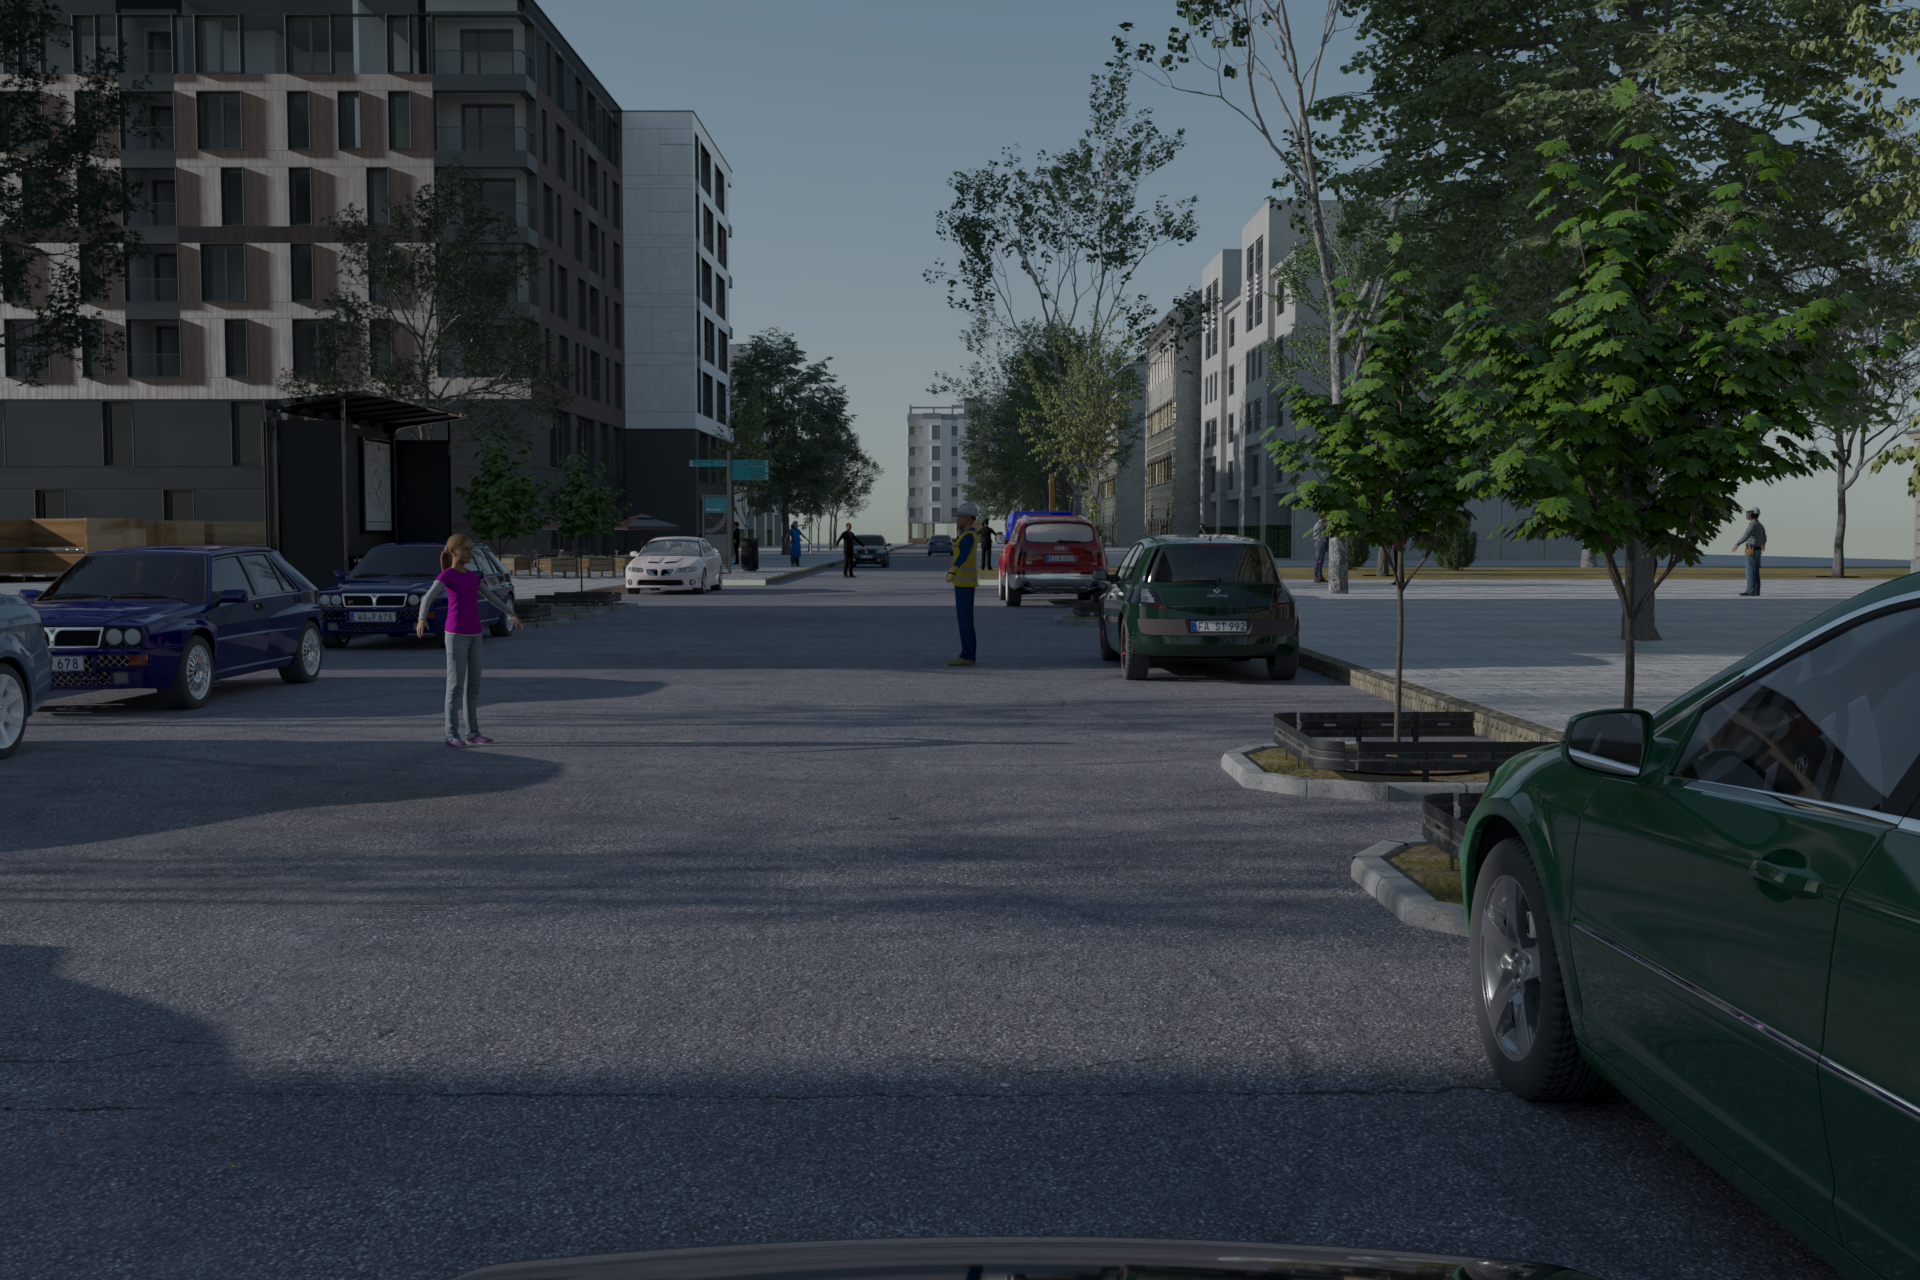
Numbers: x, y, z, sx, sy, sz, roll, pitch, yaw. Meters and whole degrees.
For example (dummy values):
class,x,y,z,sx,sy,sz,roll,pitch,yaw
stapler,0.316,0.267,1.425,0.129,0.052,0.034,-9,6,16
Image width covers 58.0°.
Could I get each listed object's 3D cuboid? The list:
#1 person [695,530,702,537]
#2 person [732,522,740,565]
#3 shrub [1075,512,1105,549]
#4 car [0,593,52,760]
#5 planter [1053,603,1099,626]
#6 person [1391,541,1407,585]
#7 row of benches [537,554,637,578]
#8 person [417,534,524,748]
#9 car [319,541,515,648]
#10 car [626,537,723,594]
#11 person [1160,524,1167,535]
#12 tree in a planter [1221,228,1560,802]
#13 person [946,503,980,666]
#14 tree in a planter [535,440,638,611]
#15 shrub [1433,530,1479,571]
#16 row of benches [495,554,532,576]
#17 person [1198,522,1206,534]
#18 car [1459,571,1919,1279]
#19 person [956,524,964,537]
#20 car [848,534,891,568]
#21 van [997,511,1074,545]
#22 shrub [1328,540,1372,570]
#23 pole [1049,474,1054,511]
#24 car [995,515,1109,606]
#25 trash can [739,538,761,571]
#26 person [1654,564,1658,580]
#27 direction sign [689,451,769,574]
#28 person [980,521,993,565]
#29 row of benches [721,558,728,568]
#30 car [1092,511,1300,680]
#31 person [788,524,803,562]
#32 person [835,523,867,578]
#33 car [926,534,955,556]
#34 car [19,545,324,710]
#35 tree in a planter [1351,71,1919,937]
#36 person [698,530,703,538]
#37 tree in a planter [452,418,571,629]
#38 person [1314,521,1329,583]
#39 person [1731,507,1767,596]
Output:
class,x,y,z,sx,sy,sz,roll,pitch,yaw
person,-11.543,-4.460,78.775,1.347,1.847,0.705,1,4,10
person,-9.451,-4.086,72.997,0.705,1.806,1.347,0,4,-7
shrub,4.182,-3.426,60.055,1.661,2.075,1.752,0,3,0
car,-6.934,0.139,9.732,2.014,1.417,4.499,0,3,0
planter,2.510,-0.413,27.894,1.991,0.319,1.994,0,4,-1
person,10.988,-2.251,43.605,0.721,1.729,1.215,0,4,-6
row of benches,-10.859,-2.226,51.857,1.422,0.672,4.104,3,4,36
person,-3.315,0.001,11.712,0.599,1.433,0.991,2,4,27
car,-7.145,-0.634,22.954,1.945,1.354,3.894,0,4,0
car,-7.017,-1.866,42.872,2.083,1.381,4.827,0,4,0
person,9.488,-4.573,81.577,0.721,1.733,1.217,1,4,13
tree in a planter,2.598,-0.792,10.168,1.991,3.239,1.994,0,3,0
person,-0.016,-0.614,18.967,0.721,1.772,1.216,0,4,7
tree in a planter,-7.243,-2.191,33.047,1.991,3.239,1.994,0,4,0
shrub,17.325,-3.439,60.648,1.690,2.028,1.600,0,3,0
row of benches,-14.788,-2.368,54.173,4.104,0.672,1.422,3,5,41
person,10.683,-4.286,76.050,0.705,1.833,1.349,1,4,22
car,2.327,0.537,3.017,2.131,1.459,4.920,0,4,-1
person,0.047,-2.106,42.663,0.705,1.856,1.354,0,4,2
car,-3.951,-3.979,74.837,2.009,1.686,4.222,0,4,0
van,2.191,-2.683,48.258,2.240,2.365,5.245,0,3,0
shrub,13.816,-3.521,61.602,1.661,2.075,1.752,0,3,0
pole,3.100,-3.956,58.516,0.158,3.312,0.155,0,3,0
car,1.889,-1.671,35.988,2.281,1.827,5.304,0,4,-1
trash can,-7.251,-2.940,59.724,0.748,1.137,0.748,0,3,0
person,10.343,-1.034,26.146,0.628,1.438,0.799,-1,4,-12
direction sign,-7.392,-4.116,56.058,2.525,3.948,1.411,0,4,0
person,1.043,-3.948,70.735,0.705,1.806,1.347,-1,4,-18
row of benches,-9.922,-2.905,62.956,1.422,0.672,4.104,2,4,30
car,2.450,-0.526,18.394,2.009,1.686,4.222,0,3,0
person,-7.344,-4.309,77.178,0.721,1.740,1.216,-2,4,-34
person,-3.637,-2.948,56.879,1.346,1.802,0.704,-3,5,-45
car,-1.282,-6.348,115.794,2.014,1.417,4.499,0,4,0
car,-7.084,-0.170,15.361,1.945,1.354,3.894,0,4,0
tree in a planter,2.624,-0.582,6.743,1.991,3.239,1.994,0,4,0
person,-10.828,-4.141,73.841,0.704,1.812,1.346,2,4,33
tree in a planter,-7.172,-1.819,26.962,1.991,3.239,1.994,0,4,-1
person,9.616,-2.425,45.568,0.599,1.838,0.709,2,4,24
person,16.464,-1.845,36.012,1.345,1.849,0.704,-3,5,-40
